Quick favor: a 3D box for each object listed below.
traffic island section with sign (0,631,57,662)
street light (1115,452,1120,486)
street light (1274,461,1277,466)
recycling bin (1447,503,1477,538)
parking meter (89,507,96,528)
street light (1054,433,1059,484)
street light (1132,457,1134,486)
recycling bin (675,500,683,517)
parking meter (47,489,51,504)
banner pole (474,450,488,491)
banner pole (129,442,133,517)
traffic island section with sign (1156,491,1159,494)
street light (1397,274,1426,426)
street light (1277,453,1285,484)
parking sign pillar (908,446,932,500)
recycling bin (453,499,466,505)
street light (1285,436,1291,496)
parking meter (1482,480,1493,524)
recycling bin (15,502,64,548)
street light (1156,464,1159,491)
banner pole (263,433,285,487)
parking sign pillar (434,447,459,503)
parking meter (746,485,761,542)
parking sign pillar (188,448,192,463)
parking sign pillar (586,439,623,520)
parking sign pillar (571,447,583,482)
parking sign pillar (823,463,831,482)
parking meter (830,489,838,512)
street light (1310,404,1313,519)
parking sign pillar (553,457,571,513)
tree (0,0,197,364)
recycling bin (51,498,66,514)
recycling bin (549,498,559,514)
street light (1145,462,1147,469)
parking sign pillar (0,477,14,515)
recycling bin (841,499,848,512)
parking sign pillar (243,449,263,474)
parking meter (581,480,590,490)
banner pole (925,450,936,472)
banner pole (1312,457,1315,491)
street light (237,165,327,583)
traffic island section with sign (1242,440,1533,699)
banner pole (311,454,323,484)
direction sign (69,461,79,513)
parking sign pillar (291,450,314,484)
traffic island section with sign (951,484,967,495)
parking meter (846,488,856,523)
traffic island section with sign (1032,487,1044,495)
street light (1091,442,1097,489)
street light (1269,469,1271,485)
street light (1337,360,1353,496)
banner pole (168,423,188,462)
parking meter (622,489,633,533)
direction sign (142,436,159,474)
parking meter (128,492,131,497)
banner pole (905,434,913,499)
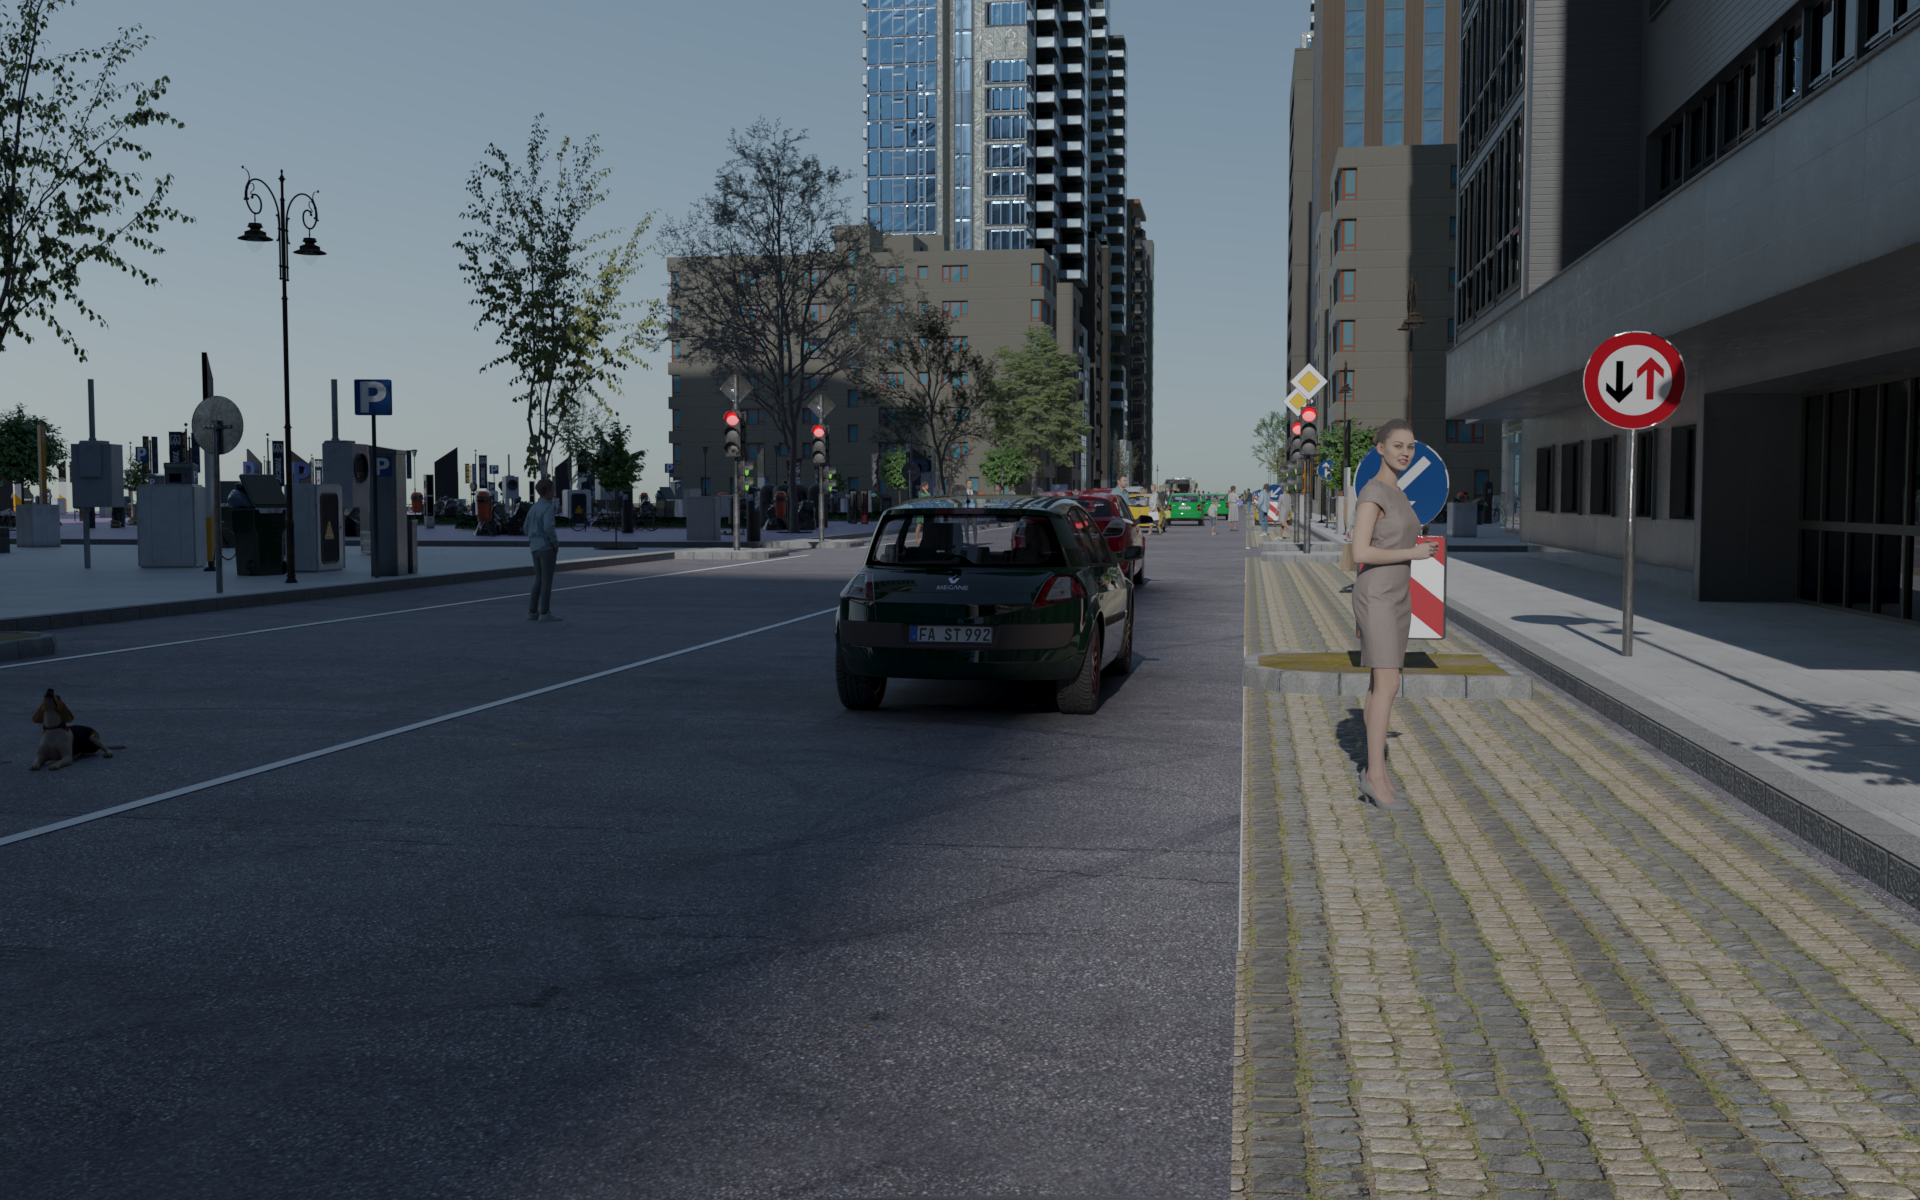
[{"bbox_3d":[-9.147,-0.398,15.127,1.989,1.847,2.006,1,4,9],"label":"traffic island section with sign"},{"bbox_3d":[16.697,-12.879,183.351,0.468,5.910,1.993,1,4,9],"label":"street light"},{"bbox_3d":[35.542,-13.528,193.973,0.468,5.910,1.993,1,4,9],"label":"street light"},{"bbox_3d":[14.919,-2.380,51.467,0.722,1.027,0.722,0,4,2],"label":"recycling bin"},{"bbox_3d":[-32.654,-3.459,64.966,0.372,1.533,0.369,0,3,0],"label":"parking meter"},{"bbox_3d":[6.818,-9.249,124.009,0.468,5.910,1.993,1,4,9],"label":"street light"},{"bbox_3d":[20.467,-14.224,205.352,0.468,5.910,1.993,1,4,9],"label":"street light"},{"bbox_3d":[-12.744,-4.148,80.370,0.722,1.027,0.722,-3,5,-41],"label":"recycling bin"},{"bbox_3d":[-42.537,-4.420,80.681,0.372,1.533,0.369,0,3,0],"label":"parking meter"},{"bbox_3d":[-27.020,-6.577,97.554,0.863,3.779,0.401,-2,4,-24],"label":"banner pole"},{"bbox_3d":[-39.408,-5.650,82.398,0.401,3.779,0.863,-2,4,-28],"label":"banner pole"},{"bbox_3d":[26.040,-13.385,227.475,1.989,1.847,2.006,1,4,9],"label":"traffic island section with sign"},{"bbox_3d":[9.508,-3.903,36.597,0.468,5.910,1.993,1,4,9],"label":"street light"},{"bbox_3d":[30.584,-11.704,164.143,0.468,5.910,1.993,1,4,9],"label":"street light"},{"bbox_3d":[-2.214,-6.582,96.093,1.447,3.967,1.447,1,4,15],"label":"parking sign pillar"},{"bbox_3d":[-26.961,-4.922,93.026,0.722,1.027,0.722,-2,4,-29],"label":"recycling bin"},{"bbox_3d":[25.795,-9.932,135.170,0.468,5.910,1.993,1,4,9],"label":"street light"},{"bbox_3d":[22.697,-4.208,74.515,0.399,1.863,0.255,-1,4,-21],"label":"parking meter"},{"bbox_3d":[-22.331,-1.798,41.955,0.722,1.027,0.722,2,4,32],"label":"recycling bin"},{"bbox_3d":[30.012,-17.769,263.305,0.468,5.910,1.993,1,4,9],"label":"street light"},{"bbox_3d":[-28.177,-4.965,71.198,0.863,3.779,0.401,-2,4,-31],"label":"banner pole"},{"bbox_3d":[-29.189,-6.727,98.460,1.447,3.967,1.447,-1,4,-13],"label":"parking sign pillar"},{"bbox_3d":[-5.565,-2.340,46.665,0.372,1.533,0.369,0,3,0],"label":"parking meter"},{"bbox_3d":[-42.480,-6.503,94.792,1.447,3.967,1.447,-3,5,-40],"label":"parking sign pillar"},{"bbox_3d":[-16.247,-5.627,80.465,1.447,3.967,1.447,2,4,30],"label":"parking sign pillar"},{"bbox_3d":[-21.211,-6.811,99.830,1.447,3.967,1.447,3,5,41],"label":"parking sign pillar"},{"bbox_3d":[-8.625,-7.516,111.365,1.447,3.967,1.447,1,4,9],"label":"parking sign pillar"},{"bbox_3d":[-6.231,-4.730,85.750,0.372,1.533,0.369,0,3,0],"label":"parking meter"},{"bbox_3d":[18.138,-7.130,89.364,0.468,5.910,1.993,1,4,9],"label":"street light"},{"bbox_3d":[-27.424,-8.013,119.483,1.447,3.967,1.447,-3,5,-45],"label":"parking sign pillar"},{"bbox_3d":[-11.052,-4.234,19.591,4.360,8.622,3.978,0,3,0],"label":"tree"},{"bbox_3d":[-57.357,-5.963,110.048,0.722,1.027,0.722,1,4,18],"label":"recycling bin"},{"bbox_3d":[-25.862,-5.942,109.704,0.722,1.027,0.722,1,4,14],"label":"recycling bin"},{"bbox_3d":[25.158,-15.997,234.342,0.468,5.910,1.993,1,4,9],"label":"street light"},{"bbox_3d":[-45.962,-5.778,82.950,1.447,3.967,1.447,0,4,6],"label":"parking sign pillar"},{"bbox_3d":[-6.271,-5.092,95.808,0.722,1.027,0.722,-2,4,-33],"label":"recycling bin"},{"bbox_3d":[-41.844,-6.975,102.506,1.447,3.967,1.447,2,4,33],"label":"parking sign pillar"},{"bbox_3d":[-15.591,-4.059,72.073,0.399,1.863,0.255,-1,4,-14],"label":"parking meter"},{"bbox_3d":[-1.774,-6.649,98.725,0.863,3.779,0.401,1,4,14],"label":"banner pole"},{"bbox_3d":[23.862,-7.738,116.534,0.401,3.779,0.863,-3,4,-36],"label":"banner pole"},{"bbox_3d":[-9.649,-3.182,24.816,0.468,5.910,1.993,1,4,9],"label":"street light"},{"bbox_3d":[3.151,-0.273,13.088,1.989,1.847,2.006,1,4,9],"label":"traffic island section with sign"},{"bbox_3d":[-40.287,-7.239,108.368,0.863,3.779,0.401,-2,4,-32],"label":"banner pole"},{"bbox_3d":[-61.362,-7.844,120.248,0.379,3.537,0.876,2,4,33],"label":"direction sign"},{"bbox_3d":[-39.806,-7.104,104.618,1.447,3.967,1.447,3,4,38],"label":"parking sign pillar"},{"bbox_3d":[-0.049,-3.752,69.971,1.989,1.847,2.006,1,4,9],"label":"traffic island section with sign"},{"bbox_3d":[-4.788,-4.163,76.471,0.372,1.533,0.369,0,3,0],"label":"parking meter"},{"bbox_3d":[4.354,-5.378,96.566,1.989,1.847,2.006,1,4,9],"label":"traffic island section with sign"},{"bbox_3d":[11.857,-11.087,154.055,0.468,5.910,1.993,1,4,9],"label":"street light"},{"bbox_3d":[39.461,-14.975,217.632,0.468,5.910,1.993,1,4,9],"label":"street light"},{"bbox_3d":[13.275,-5.322,59.795,0.468,5.910,1.993,1,4,9],"label":"street light"},{"bbox_3d":[-27.385,-4.334,60.871,0.863,3.779,0.401,0,4,2],"label":"banner pole"},{"bbox_3d":[-10.921,-2.964,56.869,0.372,1.533,0.369,0,3,0],"label":"parking meter"},{"bbox_3d":[-31.659,-4.636,67.798,0.379,3.537,0.876,1,4,11],"label":"direction sign"},{"bbox_3d":[-59.026,-7.190,123.269,0.255,1.863,0.399,-1,4,-17],"label":"parking meter"},{"bbox_3d":[-2.103,-5.012,71.958,0.401,3.779,0.863,1,4,20],"label":"banner pole"}]
